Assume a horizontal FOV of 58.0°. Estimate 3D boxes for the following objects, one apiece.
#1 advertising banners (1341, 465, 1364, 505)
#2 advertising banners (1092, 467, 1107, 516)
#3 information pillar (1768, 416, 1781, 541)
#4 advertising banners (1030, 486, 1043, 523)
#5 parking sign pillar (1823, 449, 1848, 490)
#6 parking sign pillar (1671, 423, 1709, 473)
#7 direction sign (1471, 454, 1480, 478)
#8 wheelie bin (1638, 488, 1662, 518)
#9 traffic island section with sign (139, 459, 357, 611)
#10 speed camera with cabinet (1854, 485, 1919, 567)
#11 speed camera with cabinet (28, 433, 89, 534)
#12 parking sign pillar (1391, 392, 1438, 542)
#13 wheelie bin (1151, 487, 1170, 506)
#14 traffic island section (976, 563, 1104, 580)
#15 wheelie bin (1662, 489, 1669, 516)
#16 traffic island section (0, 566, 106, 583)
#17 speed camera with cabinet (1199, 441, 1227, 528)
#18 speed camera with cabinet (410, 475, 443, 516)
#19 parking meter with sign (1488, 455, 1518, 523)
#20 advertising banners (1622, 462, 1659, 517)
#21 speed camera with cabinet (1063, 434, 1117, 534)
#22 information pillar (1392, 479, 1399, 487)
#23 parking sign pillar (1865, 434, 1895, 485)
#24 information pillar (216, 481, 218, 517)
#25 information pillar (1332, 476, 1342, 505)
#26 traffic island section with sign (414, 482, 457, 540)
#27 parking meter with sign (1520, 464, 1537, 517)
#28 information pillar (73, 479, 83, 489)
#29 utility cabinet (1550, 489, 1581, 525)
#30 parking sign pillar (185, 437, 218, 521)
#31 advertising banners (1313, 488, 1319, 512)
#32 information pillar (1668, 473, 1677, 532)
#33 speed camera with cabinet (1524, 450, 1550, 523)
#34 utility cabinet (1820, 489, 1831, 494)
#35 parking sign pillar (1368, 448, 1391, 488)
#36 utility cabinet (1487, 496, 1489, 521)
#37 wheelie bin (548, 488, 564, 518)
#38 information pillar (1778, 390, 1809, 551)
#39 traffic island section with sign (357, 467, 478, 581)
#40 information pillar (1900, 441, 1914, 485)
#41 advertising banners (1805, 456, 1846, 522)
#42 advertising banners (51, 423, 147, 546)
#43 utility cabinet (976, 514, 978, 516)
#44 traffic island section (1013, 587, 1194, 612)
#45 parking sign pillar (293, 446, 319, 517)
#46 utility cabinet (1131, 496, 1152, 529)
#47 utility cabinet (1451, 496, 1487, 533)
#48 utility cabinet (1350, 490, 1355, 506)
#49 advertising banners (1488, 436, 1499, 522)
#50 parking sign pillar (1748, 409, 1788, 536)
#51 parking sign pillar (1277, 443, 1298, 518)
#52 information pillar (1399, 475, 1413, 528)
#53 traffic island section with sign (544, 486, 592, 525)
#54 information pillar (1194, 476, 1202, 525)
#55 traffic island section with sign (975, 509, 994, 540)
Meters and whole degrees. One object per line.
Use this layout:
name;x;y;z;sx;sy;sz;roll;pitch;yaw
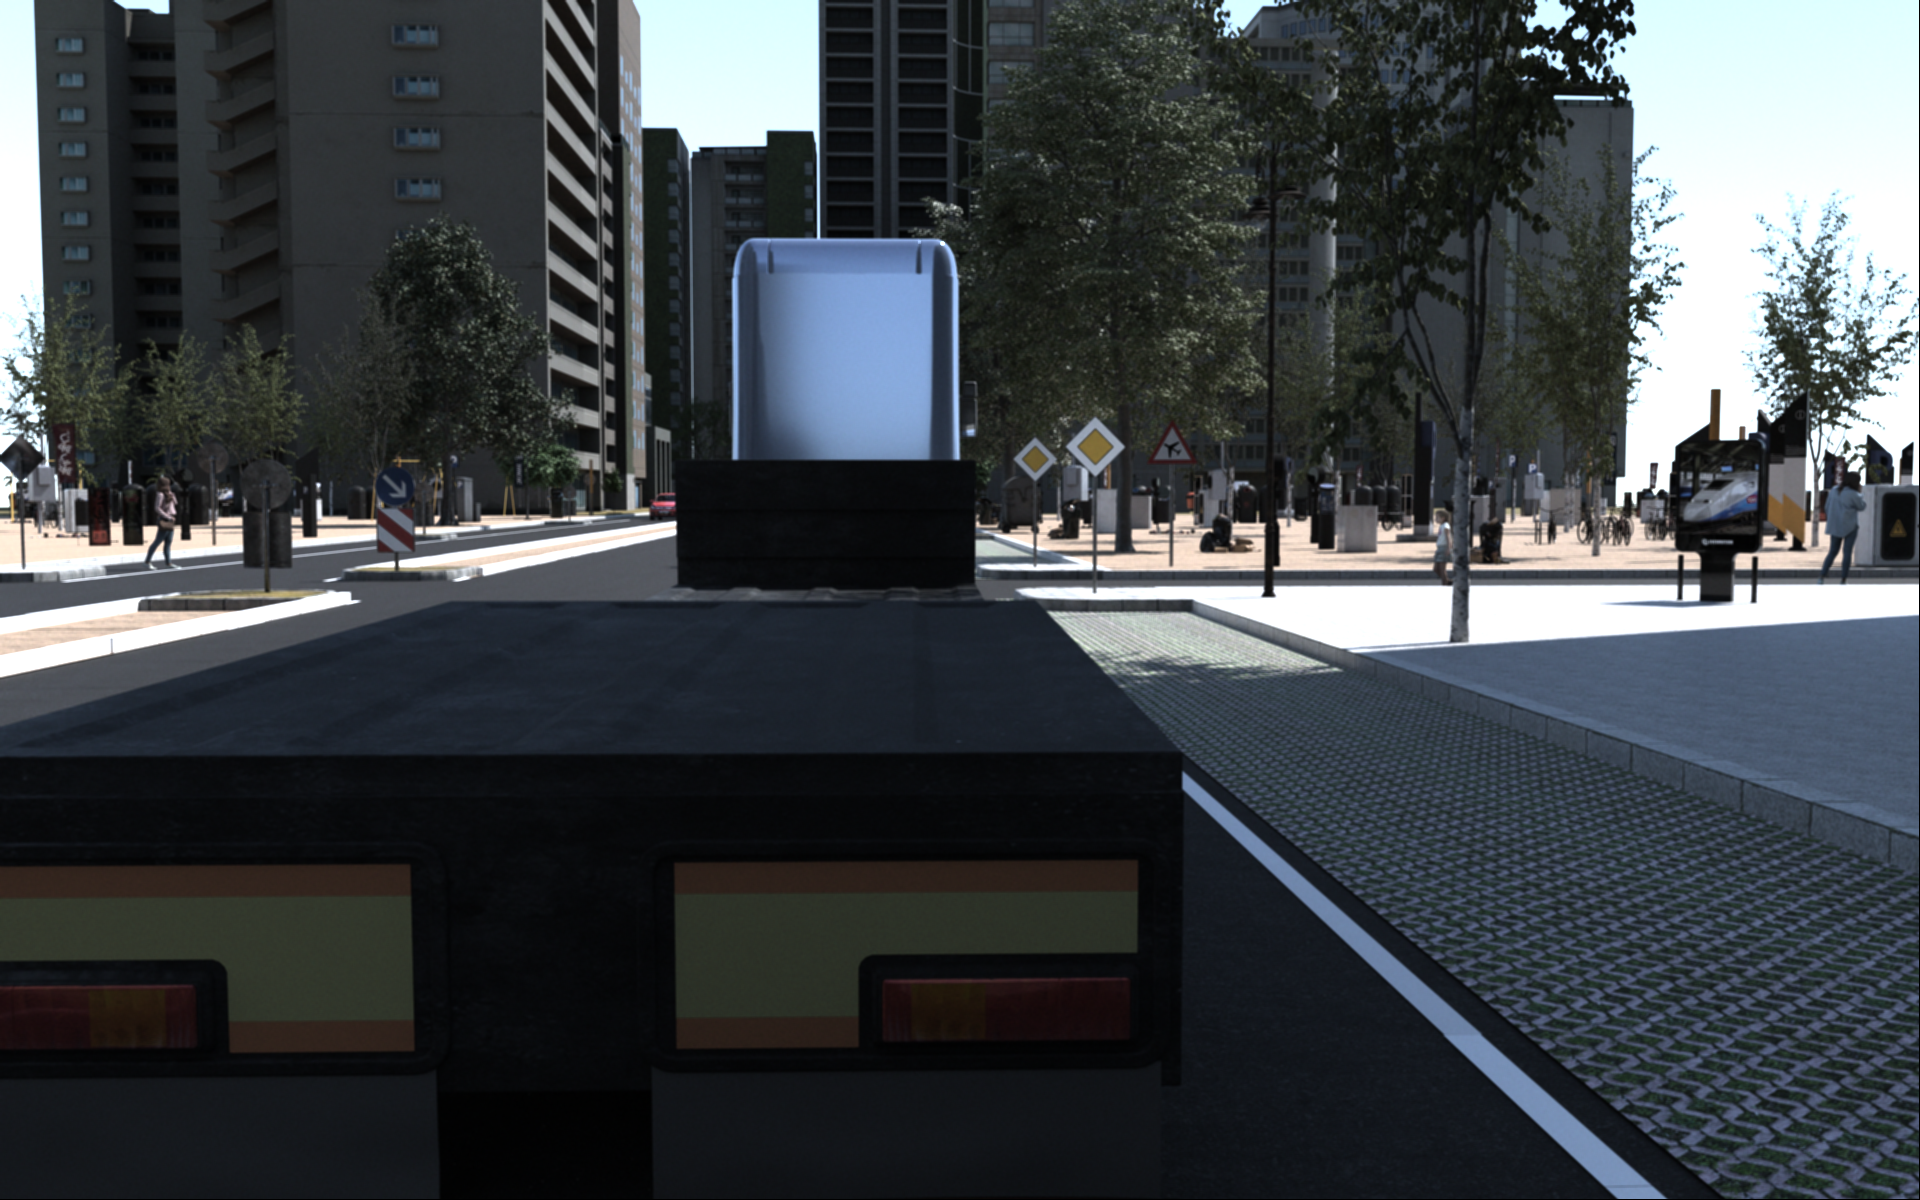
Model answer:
advertising banners;23.704;-6.694;105.636;0.090;3.025;2.074;-3;5;-44
advertising banners;8.151;-6.469;101.952;0.090;3.025;2.074;3;5;41
information pillar;22.459;-3.434;47.494;0.504;3.616;0.183;2;4;26
advertising banners;3.333;-4.908;76.434;0.090;3.025;2.074;-1;4;-14
parking sign pillar;51.781;-6.968;102.396;1.447;3.967;1.447;1;4;22
parking sign pillar;27.676;-4.719;65.630;1.447;3.967;1.447;0;4;-1
direction sign;28.985;-6.446;97.396;0.876;3.537;0.379;-3;5;-45
wheelie bin;36.874;-5.203;92.979;0.693;1.594;0.980;-1;4;-22
traffic island section with sign;-9.034;-0.850;22.036;2.006;1.907;1.989;0;4;-3
speed camera with cabinet;16.961;-2.220;30.634;2.038;3.252;0.660;0;4;-8
speed camera with cabinet;-29.298;-3.812;56.667;2.038;3.252;0.660;-3;5;-43
parking sign pillar;12.482;-3.551;46.531;1.447;3.967;1.447;1;4;20
wheelie bin;9.426;-4.490;81.327;0.980;1.594;0.693;-1;4;-10
traffic island section;1.334;-0.493;30.343;2.009;0.180;2.903;0;4;-3
wheelie bin;41.924;-5.840;103.398;0.980;1.594;0.693;-3;5;-43
traffic island section;-15.933;-0.437;29.433;2.009;0.180;2.903;0;4;-3
speed camera with cabinet;9.593;-4.373;65.833;0.660;3.252;2.038;0;4;-6
speed camera with cabinet;-30.954;-6.462;99.993;2.038;3.252;0.660;-1;4;-20
parking meter with sign;23.624;-4.893;76.254;1.738;3.016;0.543;-1;4;-18
advertising banners;37.538;-6.077;95.542;0.090;3.025;2.074;-3;5;-40
speed camera with cabinet;4.397;-3.800;56.464;2.038;3.252;0.660;2;4;29
information pillar;21.933;-5.052;87.099;0.304;2.012;0.304;-1;4;-13
parking sign pillar;41.213;-5.451;77.602;1.447;3.967;1.447;-1;4;-20
information pillar;-40.428;-5.462;93.798;0.304;2.012;0.304;0;4;8
information pillar;15.344;-4.040;70.545;0.304;2.012;0.304;2;4;31
traffic island section with sign;-16.936;-2.803;54.460;1.989;1.847;2.006;0;4;-3
parking meter with sign;32.688;-6.327;99.705;0.543;3.016;1.738;0;4;3
information pillar;-42.223;-4.798;82.937;0.304;2.012;0.304;0;4;7
utility cabinet;24.541;-3.764;70.214;1.173;1.500;0.318;1;4;15
parking sign pillar;-35.942;-5.719;81.971;1.447;3.967;1.447;3;5;40
advertising banners;21.868;-6.659;105.062;0.090;3.025;2.074;2;4;25
information pillar;24.465;-3.355;59.339;0.304;2.012;0.304;2;4;33
speed camera with cabinet;26.404;-5.134;78.271;2.038;3.252;0.660;-2;4;-32
utility cabinet;42.146;-4.596;83.817;1.173;1.500;0.318;-1;4;-23
parking sign pillar;23.244;-6.561;95.740;1.447;3.967;1.447;0;4;-5
utility cabinet;20.033;-3.418;67.042;0.306;1.237;1.020;-2;4;-25
wheelie bin;-21.466;-5.162;92.308;0.980;1.594;0.693;-1;4;-15
information pillar;18.919;-2.926;39.197;0.504;3.616;0.183;3;5;44
traffic island section with sign;-9.418;-1.303;29.433;2.006;1.907;1.989;0;4;-3
information pillar;41.286;-5.147;75.501;0.504;3.616;0.183;1;4;18
advertising banners;40.302;-5.183;80.932;0.090;3.025;2.074;-3;5;-39
advertising banners;-21.392;-2.867;43.058;2.074;3.025;0.090;-1;4;-19
utility cabinet;0.705;-5.472;98.152;0.318;1.500;1.173;-1;4;-17
traffic island section;1.758;-0.005;22.369;2.009;0.180;2.903;0;4;-3
parking sign pillar;-36.442;-6.611;96.557;1.447;3.967;1.447;-3;4;-37
utility cabinet;6.550;-3.223;63.861;1.020;1.237;0.306;2;4;30
utility cabinet;16.794;-2.821;57.282;1.020;1.237;0.306;1;4;20
utility cabinet;23.133;-5.612;100.428;1.173;1.500;0.318;-3;4;-37
advertising banners;16.510;-3.510;53.573;0.090;3.025;2.074;1;4;11
parking sign pillar;25.060;-4.008;54.006;1.447;3.967;1.447;0;4;-1
parking sign pillar;17.261;-6.310;91.647;1.447;3.967;1.447;2;4;34
information pillar;16.894;-3.730;65.483;0.304;2.012;0.304;-1;4;-15
traffic island section with sign;-18.372;-4.449;81.377;1.989;1.847;2.006;0;4;-3
information pillar;9.752;-4.064;70.933;0.304;2.012;0.304;1;4;14
traffic island section with sign;0.033;-2.831;54.907;1.989;1.847;2.006;0;4;-3
